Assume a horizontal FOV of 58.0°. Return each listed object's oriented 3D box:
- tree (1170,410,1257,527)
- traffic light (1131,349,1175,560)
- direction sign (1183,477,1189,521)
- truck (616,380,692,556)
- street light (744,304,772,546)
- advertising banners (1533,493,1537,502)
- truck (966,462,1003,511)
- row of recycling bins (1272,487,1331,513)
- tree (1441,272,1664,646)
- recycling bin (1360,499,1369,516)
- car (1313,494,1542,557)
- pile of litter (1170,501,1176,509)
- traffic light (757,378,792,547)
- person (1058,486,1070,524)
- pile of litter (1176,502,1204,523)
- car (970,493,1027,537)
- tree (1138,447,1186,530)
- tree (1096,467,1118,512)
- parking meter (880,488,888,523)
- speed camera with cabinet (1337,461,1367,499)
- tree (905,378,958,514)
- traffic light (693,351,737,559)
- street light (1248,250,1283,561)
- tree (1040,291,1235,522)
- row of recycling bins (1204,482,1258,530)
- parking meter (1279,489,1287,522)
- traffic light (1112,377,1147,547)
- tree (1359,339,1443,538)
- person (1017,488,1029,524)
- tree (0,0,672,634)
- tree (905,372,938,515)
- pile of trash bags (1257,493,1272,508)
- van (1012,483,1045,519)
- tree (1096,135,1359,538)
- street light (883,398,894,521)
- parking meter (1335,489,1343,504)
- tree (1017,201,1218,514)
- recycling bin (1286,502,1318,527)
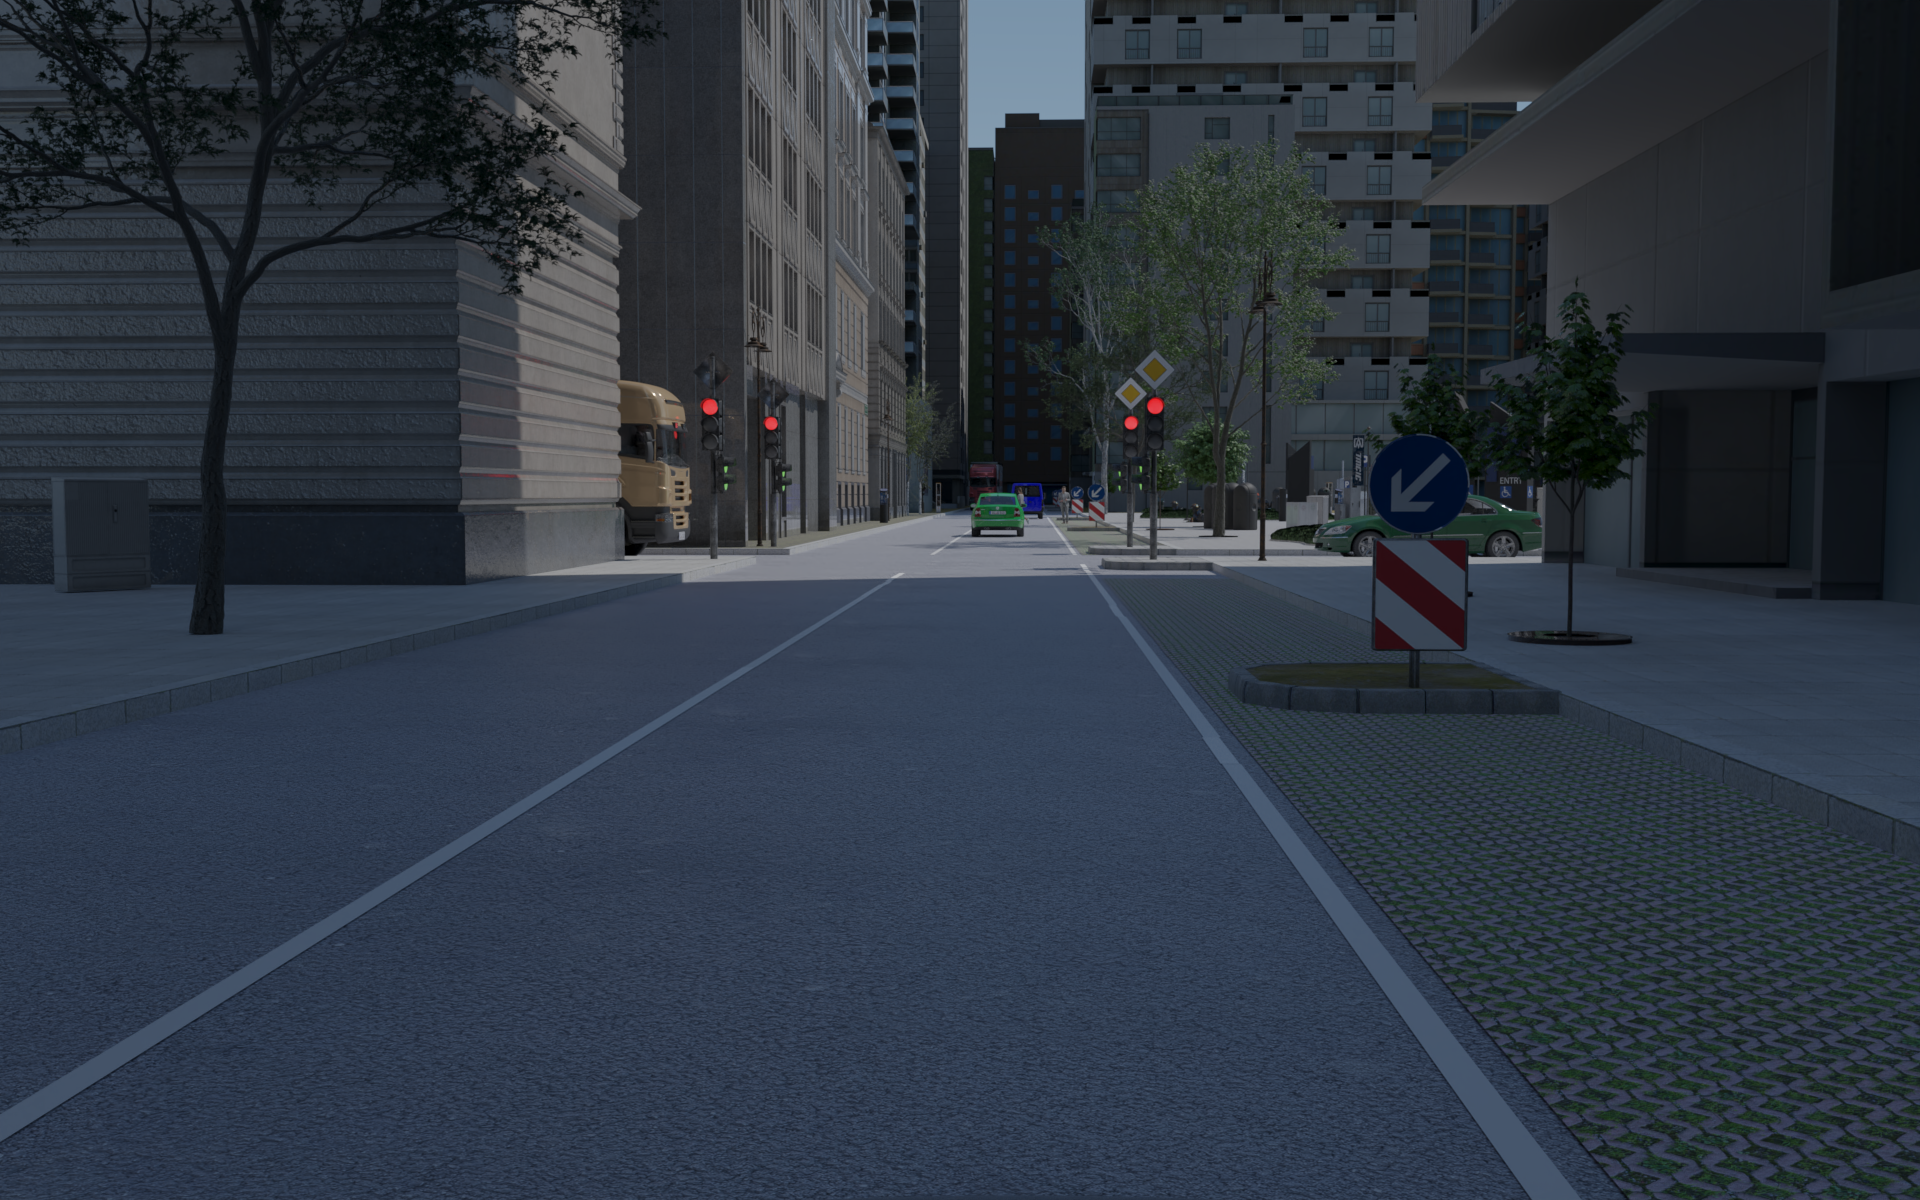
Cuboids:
[{"bbox_3d":[9.835,-5.101,67.113,4.285,4.588,4.351,0,3,0],"label":"tree"},{"bbox_3d":[3.763,-2.742,33.760,0.839,4.253,0.868,0,4,2],"label":"traffic light"},{"bbox_3d":[11.016,-5.620,83.889,0.379,3.537,0.876,1,4,11],"label":"direction sign"},{"bbox_3d":[-10.955,-2.984,37.702,11.283,4.237,2.839,0,4,4],"label":"truck"},{"bbox_3d":[-4.914,-4.253,42.328,0.468,5.910,1.993,0,4,2],"label":"street light"},{"bbox_3d":[34.316,-6.403,100.874,2.074,3.025,0.090,-1,4,-15],"label":"advertising banners"},{"bbox_3d":[2.295,-10.077,153.668,2.839,4.237,11.283,0,4,4],"label":"truck"},{"bbox_3d":[20.744,-6.003,105.258,3.534,1.692,1.069,1,4,15],"label":"row of recycling bins"},{"bbox_3d":[5.450,-1.254,15.109,1.663,3.219,1.824,0,3,0],"label":"tree"},{"bbox_3d":[23.004,-5.154,96.817,0.722,1.027,0.722,-1,4,-17],"label":"recycling bin"},{"bbox_3d":[10.101,-1.563,37.351,4.920,1.459,2.131,0,4,1],"label":"car"},{"bbox_3d":[13.230,-5.647,106.298,1.719,0.858,1.176,3,4,37],"label":"pile of litter"},{"bbox_3d":[-4.520,-3.251,42.068,0.839,4.253,0.868,0,4,2],"label":"traffic light"},{"bbox_3d":[4.998,-4.562,83.294,0.606,1.804,0.583,1,4,10],"label":"person"},{"bbox_3d":[10.845,-3.938,78.353,1.176,0.858,1.719,-2,4,-25],"label":"pile of litter"},{"bbox_3d":[1.314,-3.096,59.420,1.959,1.807,4.718,0,4,2],"label":"car"},{"bbox_3d":[6.999,-4.086,61.399,1.663,3.219,1.824,0,3,0],"label":"tree"},{"bbox_3d":[10.511,-7.761,121.499,1.663,3.219,1.824,0,3,0],"label":"tree"},{"bbox_3d":[-3.374,-4.180,76.749,0.372,1.533,0.369,0,3,0],"label":"parking meter"},{"bbox_3d":[23.350,-6.617,102.524,2.038,3.252,0.660,1,4,12],"label":"speed camera with cabinet"},{"bbox_3d":[-2.304,-9.774,110.165,4.360,8.622,3.978,0,3,0],"label":"tree"},{"bbox_3d":[-4.842,-2.763,34.090,0.839,4.253,0.868,0,4,2],"label":"traffic light"},{"bbox_3d":[5.807,-3.688,33.089,0.468,5.910,1.993,0,4,2],"label":"street light"},{"bbox_3d":[7.802,-8.778,77.935,8.767,10.594,7.601,-1,4,-10],"label":"tree"},{"bbox_3d":[9.782,-3.412,62.902,1.069,1.692,3.534,-1,4,-14],"label":"row of recycling bins"},{"bbox_3d":[15.069,-4.427,80.792,0.372,1.533,0.369,0,3,0],"label":"parking meter"},{"bbox_3d":[4.085,-3.230,41.738,0.839,4.253,0.868,0,4,2],"label":"traffic light"},{"bbox_3d":[5.819,-1.662,21.770,1.663,3.219,1.824,0,3,0],"label":"tree"},{"bbox_3d":[2.836,-4.363,80.592,0.760,1.731,0.466,0,4,-5],"label":"person"},{"bbox_3d":[-6.616,-4.953,15.400,7.601,10.594,8.767,2,4,27],"label":"tree"},{"bbox_3d":[-3.352,-9.427,104.494,4.737,8.622,4.395,0,3,0],"label":"tree"},{"bbox_3d":[20.124,-6.331,113.268,1.912,1.369,3.447,-2,4,-28],"label":"pile of trash bags"},{"bbox_3d":[3.877,-5.901,100.867,2.240,2.365,5.245,0,4,2],"label":"van"},{"bbox_3d":[7.729,-7.663,51.039,9.928,11.665,9.643,0,3,0],"label":"tree"},{"bbox_3d":[-3.417,-6.704,82.404,0.468,5.910,1.993,0,4,2],"label":"street light"},{"bbox_3d":[18.006,-4.523,82.359,0.372,1.533,0.369,0,3,0],"label":"parking meter"},{"bbox_3d":[9.950,-15.551,110.147,12.611,20.169,13.585,0,3,0],"label":"tree"},{"bbox_3d":[10.631,-2.527,53.871,0.722,1.027,0.722,-2,4,-24],"label":"recycling bin"}]
